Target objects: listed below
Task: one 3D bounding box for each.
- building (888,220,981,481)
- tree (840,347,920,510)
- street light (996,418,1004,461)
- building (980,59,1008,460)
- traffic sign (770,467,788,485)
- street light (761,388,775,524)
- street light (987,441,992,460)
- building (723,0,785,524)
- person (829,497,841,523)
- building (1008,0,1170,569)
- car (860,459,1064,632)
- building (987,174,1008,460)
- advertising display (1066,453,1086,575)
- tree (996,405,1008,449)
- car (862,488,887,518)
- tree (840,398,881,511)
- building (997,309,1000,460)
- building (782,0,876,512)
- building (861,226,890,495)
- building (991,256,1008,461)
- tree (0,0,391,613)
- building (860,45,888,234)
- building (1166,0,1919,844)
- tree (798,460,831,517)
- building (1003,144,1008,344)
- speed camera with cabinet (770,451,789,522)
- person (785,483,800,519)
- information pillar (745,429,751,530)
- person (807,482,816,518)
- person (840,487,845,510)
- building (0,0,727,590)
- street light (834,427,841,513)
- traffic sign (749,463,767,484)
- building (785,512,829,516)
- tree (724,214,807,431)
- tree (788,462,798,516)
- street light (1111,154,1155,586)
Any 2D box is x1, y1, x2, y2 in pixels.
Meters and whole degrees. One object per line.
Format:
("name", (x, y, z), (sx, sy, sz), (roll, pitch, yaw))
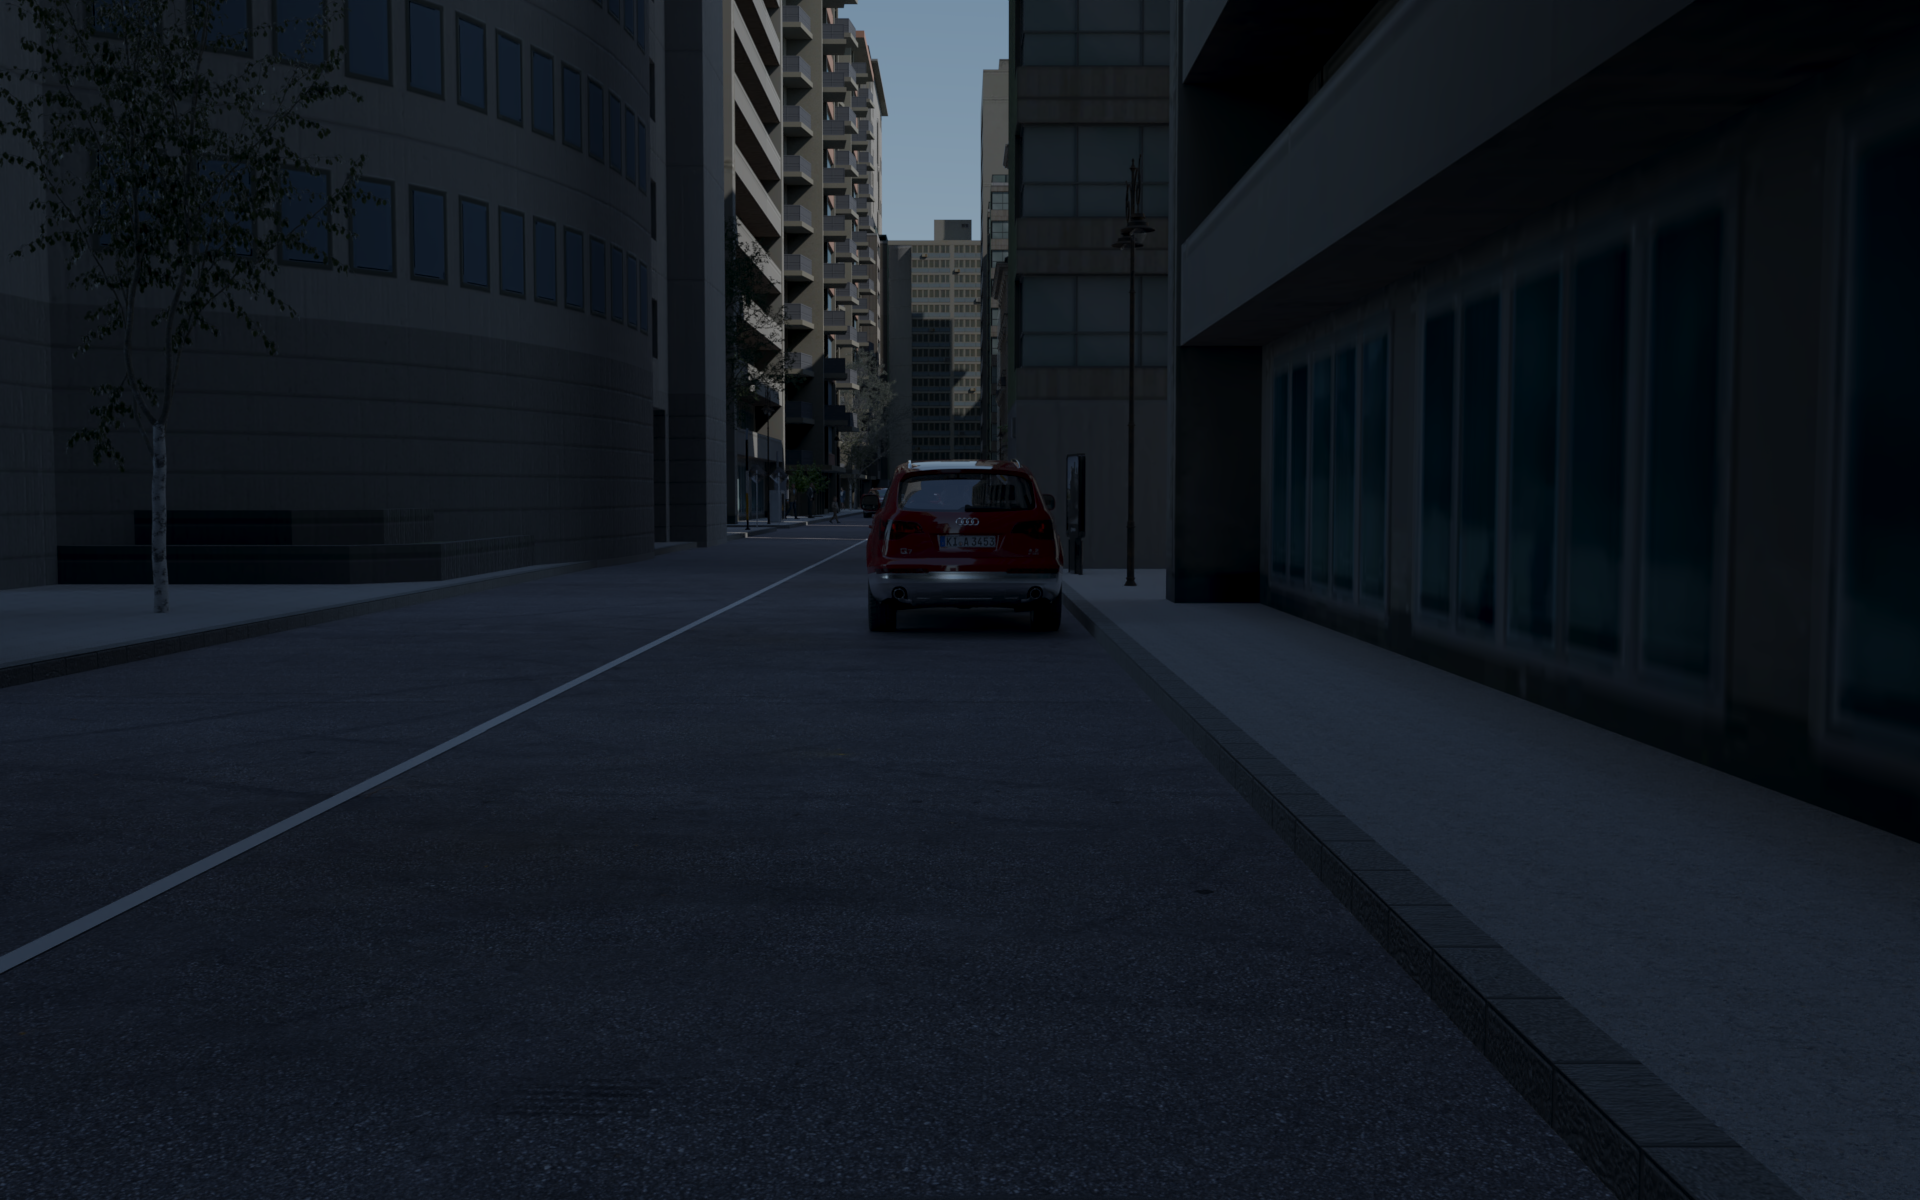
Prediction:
("building", (-1.072, -34.010, 247.948), (23.993, 40.220, 32.217), (0, 3, 0))
("tree", (-8.460, -14.178, 142.172), (12.009, 13.543, 11.850), (0, 3, 0))
("street light", (2.468, -8.144, 105.949), (0.468, 5.910, 1.993), (0, 3, 0))
("building", (13.025, -34.657, 190.340), (21.300, 48.544, 21.600), (0, 3, 0))
("traffic sign", (-7.666, -4.344, 73.216), (0.795, 2.593, 0.064), (0, 3, 0))
("street light", (-8.124, -6.153, 73.392), (0.468, 5.910, 1.993), (0, 3, 0))
("street light", (2.494, -10.684, 147.473), (0.468, 5.910, 1.993), (0, 3, 0))
("building", (-20.158, -28.047, 82.275), (21.300, 48.544, 21.600), (0, 3, 0))
("person", (-6.092, -4.388, 84.517), (0.640, 1.303, 0.475), (1, 4, 12))
("building", (7.975, -21.507, 35.238), (14.154, 41.232, 14.086), (0, 3, 0))
("car", (-0.003, -0.669, 19.612), (2.281, 1.827, 5.304), (0, 4, -2))
("building", (9.738, -23.687, 158.990), (14.160, 30.474, 14.107), (0, 3, 0))
("advertising display", (1.857, -1.382, 27.813), (0.123, 1.923, 0.974), (0, 4, -8))
("tree", (2.697, -3.856, 46.753), (4.285, 4.588, 4.351), (0, 3, 0))
("car", (-4.741, -5.905, 105.215), (2.281, 1.827, 5.304), (0, 4, 1))
("tree", (-8.207, -11.211, 133.668), (4.360, 8.622, 3.978), (0, 3, 0))
("building", (8.371, -17.453, 140.102), (10.420, 20.320, 16.860), (0, 3, 0))
("building", (-19.357, -31.044, 162.200), (22.147, 44.769, 28.867), (0, 3, 0))
("building", (-14.853, -25.283, 185.078), (14.160, 30.474, 14.107), (0, 3, 0))
("building", (7.626, -15.748, 122.099), (10.561, 19.102, 19.286), (0, 3, 0))
("tree", (-8.590, -4.182, 18.734), (4.360, 8.622, 3.978), (0, 3, 0))
("building", (-22.941, -37.925, 209.307), (27.495, 52.752, 28.713), (0, 3, 0))
("building", (13.168, -23.579, 9.221), (21.300, 48.544, 21.600), (0, 3, 0))
("tree", (-8.023, -6.250, 96.787), (1.663, 3.219, 1.824), (0, 3, 0))
("building", (8.976, -18.497, 99.695), (12.463, 27.353, 25.104), (0, 3, 0))
("speed camera with cabinet", (-8.284, -5.193, 79.246), (0.660, 3.252, 2.038), (0, 4, 4))
("person", (-8.594, -5.042, 88.388), (0.836, 1.842, 0.656), (1, 4, 11))
("information pillar", (-7.586, -4.306, 61.759), (0.183, 3.616, 0.504), (0, 4, -5))
("person", (-7.858, -5.283, 91.776), (0.474, 1.900, 0.648), (0, 4, 3))
("person", (-9.269, -8.026, 137.295), (0.654, 1.822, 0.581), (-3, 5, -41))
("building", (-17.289, -30.139, 34.766), (21.231, 58.520, 28.212), (0, 3, 0))
("street light", (-8.095, -8.661, 114.401), (0.468, 5.910, 1.993), (0, 3, 0))
("traffic sign", (-7.666, -3.856, 65.231), (0.795, 2.593, 0.064), (0, 3, 0))
("building", (-18.269, -28.192, 115.562), (22.147, 44.769, 28.867), (0, 3, 0))
("tree", (-8.635, -7.353, 54.635), (8.767, 10.594, 7.601), (1, 4, 18))
("tree", (-9.294, -6.454, 100.128), (1.663, 3.219, 1.824), (0, 3, 0))
("street light", (2.384, -3.134, 24.033), (0.468, 5.910, 1.993), (0, 3, 0))
